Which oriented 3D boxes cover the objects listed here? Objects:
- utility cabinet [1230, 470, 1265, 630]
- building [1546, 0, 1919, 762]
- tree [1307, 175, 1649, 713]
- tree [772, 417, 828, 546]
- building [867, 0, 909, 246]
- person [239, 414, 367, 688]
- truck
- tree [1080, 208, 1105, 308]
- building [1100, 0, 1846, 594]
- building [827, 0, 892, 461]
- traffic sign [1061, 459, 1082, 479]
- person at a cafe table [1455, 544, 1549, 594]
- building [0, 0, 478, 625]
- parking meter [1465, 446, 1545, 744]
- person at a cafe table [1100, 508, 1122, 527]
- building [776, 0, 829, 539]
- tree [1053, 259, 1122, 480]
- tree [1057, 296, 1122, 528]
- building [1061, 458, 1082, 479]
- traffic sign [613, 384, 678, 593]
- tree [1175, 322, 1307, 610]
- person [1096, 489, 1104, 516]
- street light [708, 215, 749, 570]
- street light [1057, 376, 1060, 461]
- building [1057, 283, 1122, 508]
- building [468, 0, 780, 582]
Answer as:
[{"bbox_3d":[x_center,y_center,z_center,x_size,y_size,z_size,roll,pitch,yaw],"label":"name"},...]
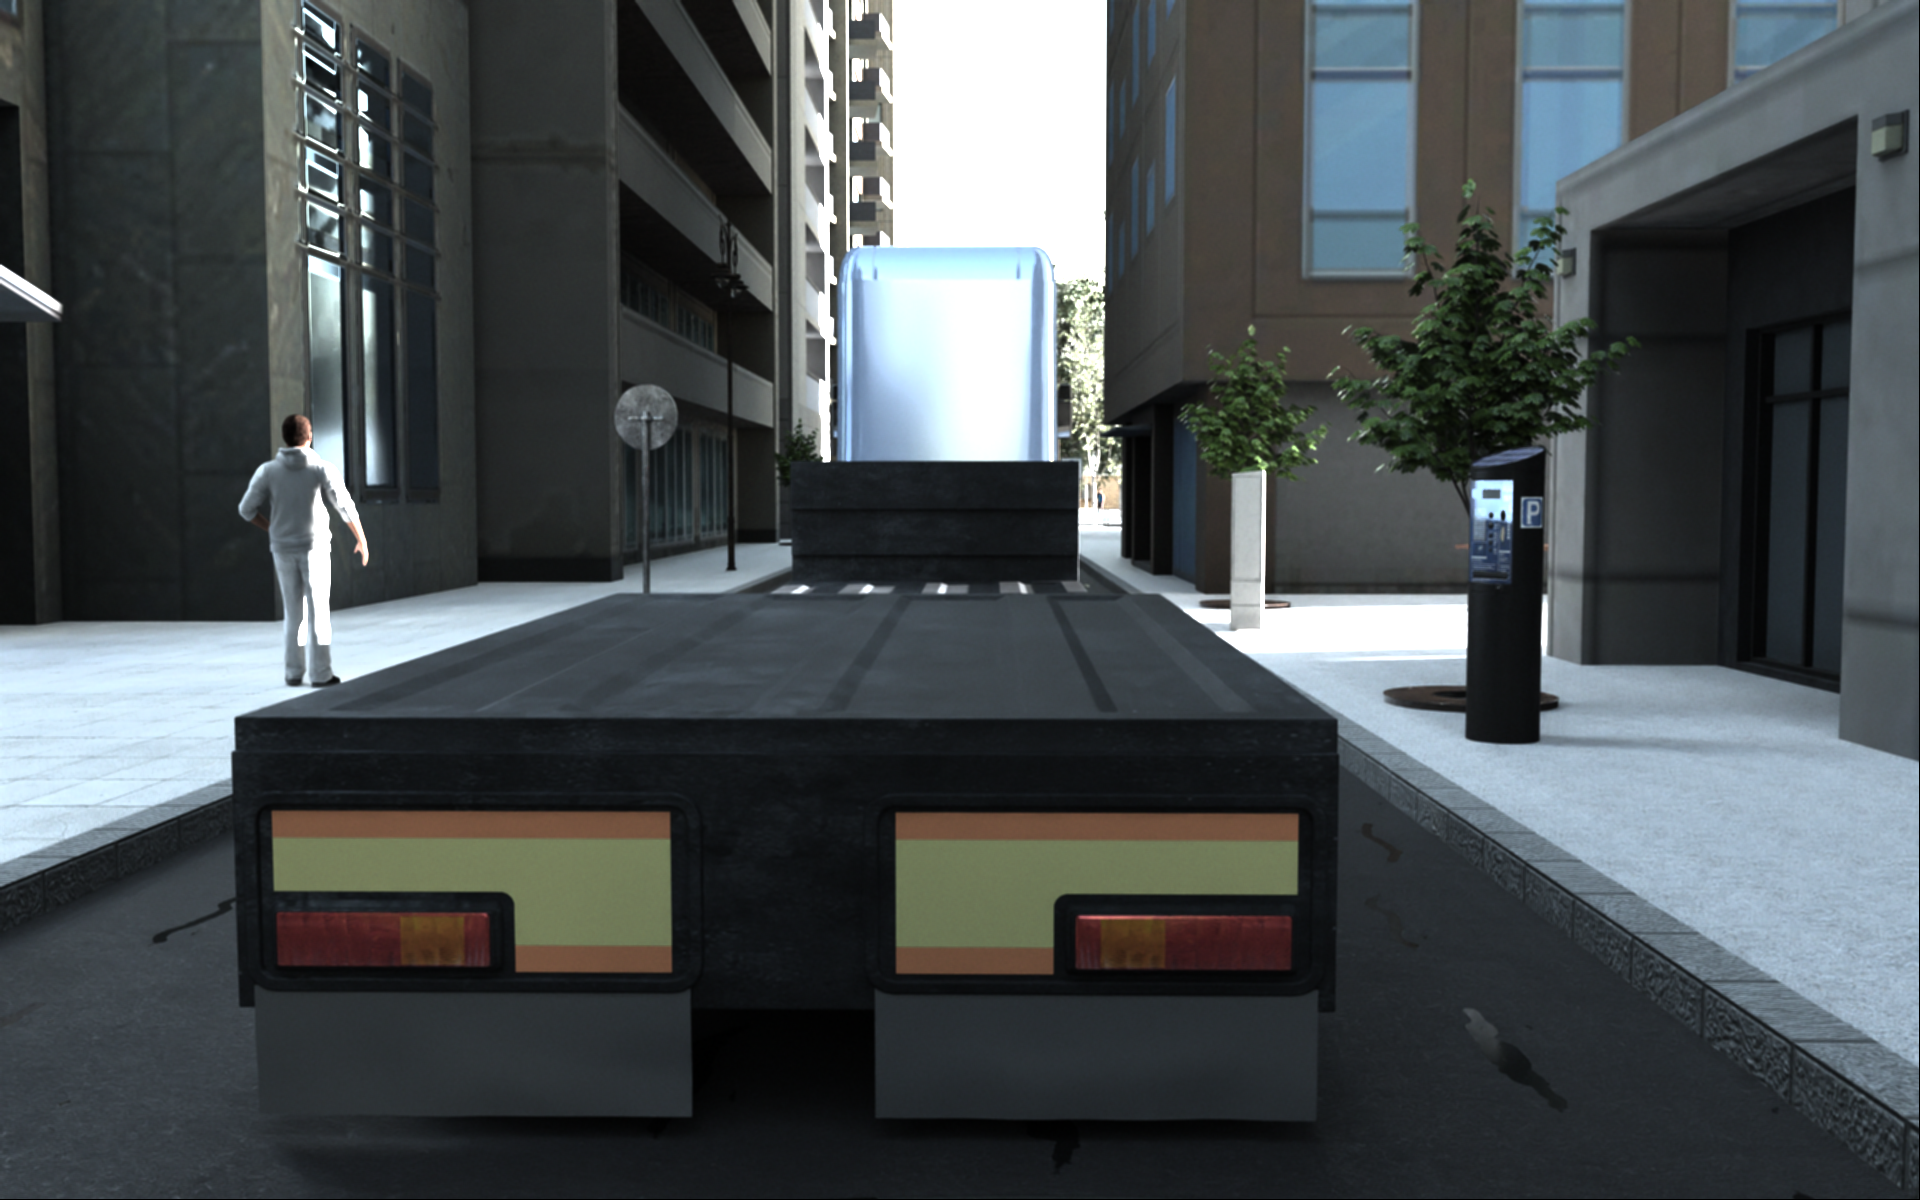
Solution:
[{"bbox_3d":[2.767,-0.491,16.699,0.318,1.500,1.173,1,4,11],"label":"utility cabinet"},{"bbox_3d":[14.732,-34.431,1.194,20.563,71.187,20.611,0,4,1],"label":"building"},{"bbox_3d":[3.126,-0.983,10.678,1.663,3.219,1.824,0,3,0],"label":"tree"},{"bbox_3d":[-3.917,-2.994,43.549,1.663,3.219,1.824,0,3,0],"label":"tree"},{"bbox_3d":[-17.601,-32.975,128.374,28.713,52.752,27.495,0,4,1],"label":"building"},{"bbox_3d":[-4.351,-0.330,11.586,0.875,1.805,0.789,0,4,-8],"label":"person"},{"bbox_3d":[-0.237,-1.424,13.041,2.967,4.110,18.799,0,4,1],"label":"truck"},{"bbox_3d":[4.887,-5.399,38.637,4.737,8.622,4.395,0,3,0],"label":"tree"},{"bbox_3d":[9.775,-23.076,27.407,14.600,45.320,14.200,0,4,1],"label":"building"},{"bbox_3d":[-15.109,-26.780,92.470,22.147,44.769,28.867,0,4,1],"label":"building"},{"bbox_3d":[3.155,-2.873,49.104,0.606,2.300,0.079,0,4,6],"label":"traffic sign"},{"bbox_3d":[6.674,-0.513,19.246,1.698,1.238,1.726,3,5,40],"label":"person at a cafe table"},{"bbox_3d":[-16.154,-42.431,6.413,22.319,86.520,31.000,0,4,1],"label":"building"},{"bbox_3d":[2.839,-0.037,9.022,0.372,1.533,0.369,0,3,0],"label":"parking meter"},{"bbox_3d":[6.363,-3.603,67.419,1.622,1.524,1.698,0,4,-2],"label":"person at a cafe table"},{"bbox_3d":[-18.759,-31.461,56.382,28.212,58.520,21.231,0,4,1],"label":"building"},{"bbox_3d":[4.807,-10.261,84.774,9.611,12.733,9.660,0,3,0],"label":"tree"},{"bbox_3d":[5.022,-6.956,64.091,4.360,8.622,3.978,0,3,0],"label":"tree"},{"bbox_3d":[1.670,-23.168,245.248,31.486,18.905,16.747,0,4,1],"label":"building"},{"bbox_3d":[-3.643,-1.220,20.055,0.768,2.556,0.104,0,4,7],"label":"traffic sign"},{"bbox_3d":[3.375,-1.529,19.601,1.663,3.219,1.824,0,3,0],"label":"tree"},{"bbox_3d":[8.265,-5.810,102.898,0.647,1.594,0.662,3,4,38],"label":"person"},{"bbox_3d":[-3.850,-3.438,29.001,0.468,5.910,1.993,0,4,1],"label":"street light"},{"bbox_3d":[3.864,-5.818,67.909,0.468,5.910,1.993,0,4,1],"label":"street light"},{"bbox_3d":[14.214,-18.633,161.068,16.016,20.091,11.380,0,4,1],"label":"building"},{"bbox_3d":[-15.591,-25.116,34.350,21.300,48.544,21.600,0,4,1],"label":"building"}]
